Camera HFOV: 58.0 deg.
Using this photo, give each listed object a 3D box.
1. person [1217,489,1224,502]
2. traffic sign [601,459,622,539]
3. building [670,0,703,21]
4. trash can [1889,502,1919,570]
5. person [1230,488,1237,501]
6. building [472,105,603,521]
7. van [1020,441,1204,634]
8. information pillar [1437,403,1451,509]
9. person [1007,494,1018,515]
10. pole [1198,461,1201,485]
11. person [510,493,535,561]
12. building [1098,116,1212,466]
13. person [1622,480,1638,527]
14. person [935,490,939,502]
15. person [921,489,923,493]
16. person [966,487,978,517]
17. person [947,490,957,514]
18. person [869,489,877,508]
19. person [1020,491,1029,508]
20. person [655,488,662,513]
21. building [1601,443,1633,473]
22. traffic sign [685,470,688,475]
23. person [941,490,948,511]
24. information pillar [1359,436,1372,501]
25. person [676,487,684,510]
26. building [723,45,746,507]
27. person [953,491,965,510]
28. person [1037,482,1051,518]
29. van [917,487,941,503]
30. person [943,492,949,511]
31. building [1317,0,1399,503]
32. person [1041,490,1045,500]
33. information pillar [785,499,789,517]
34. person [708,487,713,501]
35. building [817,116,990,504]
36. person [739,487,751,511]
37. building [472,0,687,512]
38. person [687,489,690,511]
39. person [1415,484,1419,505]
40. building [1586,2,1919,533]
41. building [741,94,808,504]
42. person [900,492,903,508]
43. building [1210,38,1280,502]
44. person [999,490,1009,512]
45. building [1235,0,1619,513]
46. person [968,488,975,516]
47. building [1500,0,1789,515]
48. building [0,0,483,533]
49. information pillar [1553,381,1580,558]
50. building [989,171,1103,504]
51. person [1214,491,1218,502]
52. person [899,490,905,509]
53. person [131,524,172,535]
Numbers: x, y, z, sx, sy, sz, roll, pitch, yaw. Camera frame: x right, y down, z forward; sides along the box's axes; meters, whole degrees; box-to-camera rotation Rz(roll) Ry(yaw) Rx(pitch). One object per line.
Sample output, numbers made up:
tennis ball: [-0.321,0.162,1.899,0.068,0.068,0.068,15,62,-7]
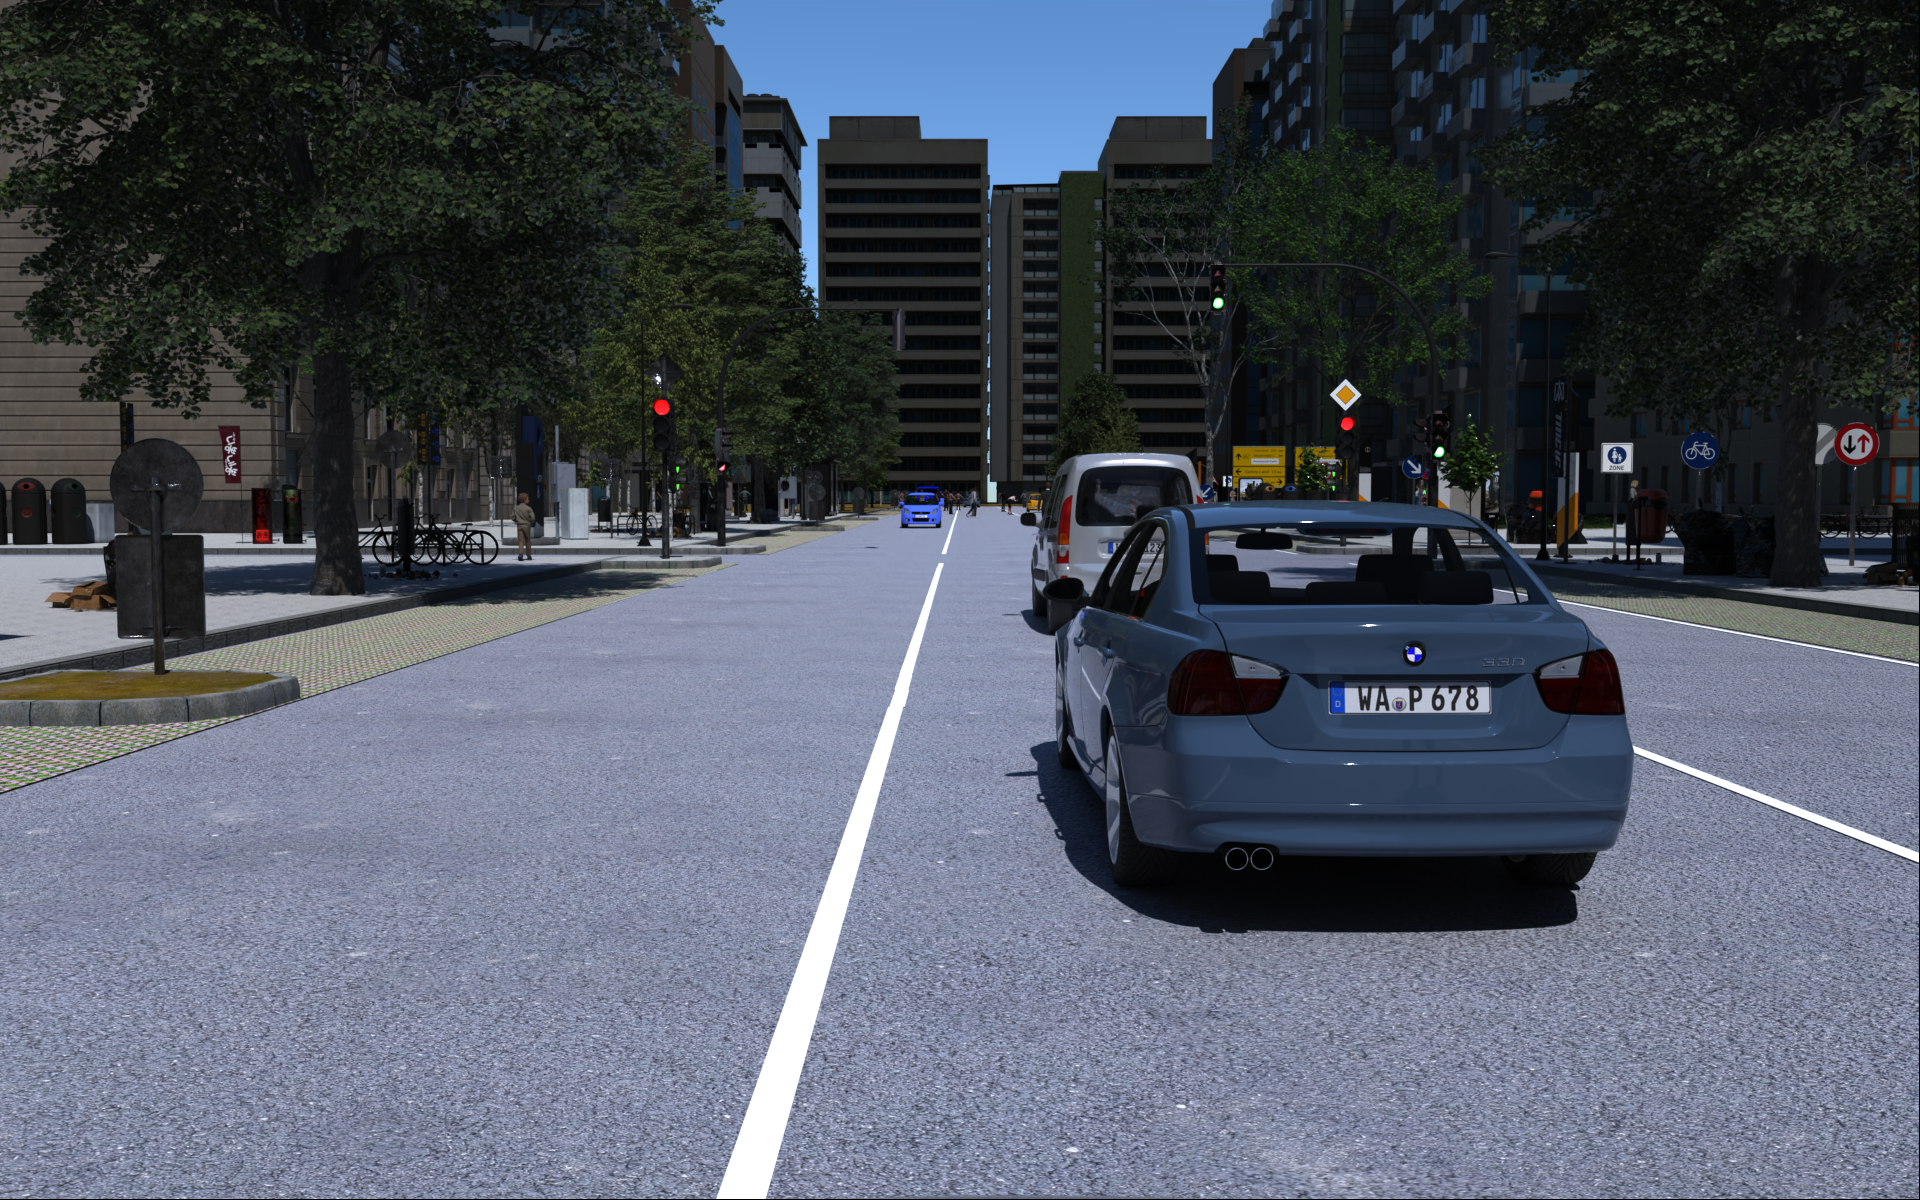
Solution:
person: [24.613,-9.668,164.837,1.217,1.735,0.721,-1,4,-22]
traffic sign: [-10.034,-2.920,49.864,0.606,2.300,0.079,0,4,1]
building: [-29.750,-30.905,155.405,14.600,45.320,14.200,0,3,0]
trash can: [16.128,-1.081,29.333,0.748,1.137,0.748,0,3,0]
person: [17.276,-6.309,109.533,0.374,1.781,0.599,3,5,44]
building: [-28.287,-15.385,93.341,13.314,21.916,24.055,0,3,0]
van: [1.699,-0.740,19.108,2.013,2.044,4.112,0,4,-1]
information pillar: [12.358,-3.249,44.469,0.504,3.616,0.183,0,4,1]
person: [3.622,-6.629,120.075,0.628,1.438,0.799,2,4,23]
pole: [14.953,-6.995,108.204,0.158,3.312,0.155,0,3,0]
person: [-8.410,-1.408,33.332,0.475,1.303,0.640,0,4,-7]
building: [28.676,-36.806,225.486,21.600,48.544,21.300,0,3,0]
person: [25.319,-3.602,65.126,0.728,1.800,0.709,2,4,32]
person: [-1.752,-7.779,136.364,0.721,1.739,1.217,0,4,-4]
person: [-2.791,-7.234,126.775,1.348,1.824,0.705,1,4,16]
person: [0.778,-5.982,106.146,0.795,1.843,0.661,-1,4,-19]
person: [-0.571,-6.964,123.065,0.721,1.736,1.217,-2,4,-33]
person: [-8.236,-9.592,163.596,0.721,1.735,1.217,-3,4,-37]
person: [6.823,-10.601,181.905,1.350,1.814,0.705,-2,4,-34]
person: [-20.950,-6.954,120.459,0.721,1.735,1.217,-2,4,-30]
building: [60.650,-31.914,171.910,14.200,45.320,14.600,0,3,0]
traffic sign: [-12.538,-4.967,81.323,0.768,2.556,0.104,0,4,8]
person: [-1.185,-8.503,147.665,1.348,1.807,0.705,1,4,12]
information pillar: [16.284,-4.784,69.574,0.504,3.616,0.183,1,4,11]
person: [-18.417,-6.574,113.795,0.520,1.790,0.573,0,4,-6]
building: [-29.251,-31.852,170.891,14.200,45.320,14.600,0,3,0]
person: [-0.095,-8.757,152.385,1.217,1.736,0.721,2,4,35]
person: [3.041,-3.218,60.892,0.659,1.850,0.755,0,4,1]
van: [-2.574,-8.317,140.360,2.240,2.365,5.245,0,4,1]
person: [-1.190,-8.373,146.873,0.593,1.643,0.415,0,4,0]
building: [33.226,-27.047,125.806,14.154,41.232,14.086,0,3,0]
person: [6.059,-7.057,124.603,0.721,1.735,1.217,2,4,28]
information pillar: [-9.822,-5.682,97.399,0.304,2.012,0.304,-2,4,-28]
person: [-18.309,-7.390,126.953,0.705,1.814,1.350,-1,4,-18]
building: [-7.054,-36.802,225.407,21.600,48.544,21.300,0,3,0]
person: [-16.090,-7.555,129.650,1.350,1.814,0.705,0,4,2]
building: [-33.726,-31.345,132.106,23.786,49.044,30.456,0,3,0]
person: [-20.995,-7.809,134.637,0.530,1.710,0.541,3,4,36]
person: [25.699,-5.559,96.956,0.654,1.822,0.581,-1,4,-13]
building: [45.077,-13.778,70.314,28.899,21.520,27.650,0,3,0]
building: [-32.809,-39.103,228.573,27.495,52.752,28.713,0,3,0]
person: [-5.665,-9.866,169.824,0.705,1.822,1.348,0,4,-8]
building: [32.828,-31.913,171.886,14.600,45.320,14.200,0,3,0]
person: [3.575,-8.001,140.138,0.721,1.723,1.217,-3,5,-39]
building: [38.254,-32.344,148.425,23.786,49.044,30.456,0,3,0]
person: [0.736,-6.303,111.741,0.466,1.800,0.511,1,4,12]
building: [38.342,-29.472,101.476,23.786,49.044,30.456,0,3,0]
building: [-27.998,-16.546,67.787,12.463,27.353,25.104,0,3,0]
information pillar: [12.193,-2.653,34.730,0.183,3.616,0.504,-2,4,-25]
building: [10.826,-32.908,221.637,14.086,41.232,14.154,0,3,0]
person: [15.404,-6.005,104.972,0.466,1.731,0.760,-2,4,-29]
person: [-5.058,-8.543,148.709,0.617,1.759,0.750,-2,4,-25]
person: [-8.047,-0.661,17.275,0.576,1.772,0.534,2,4,28]
